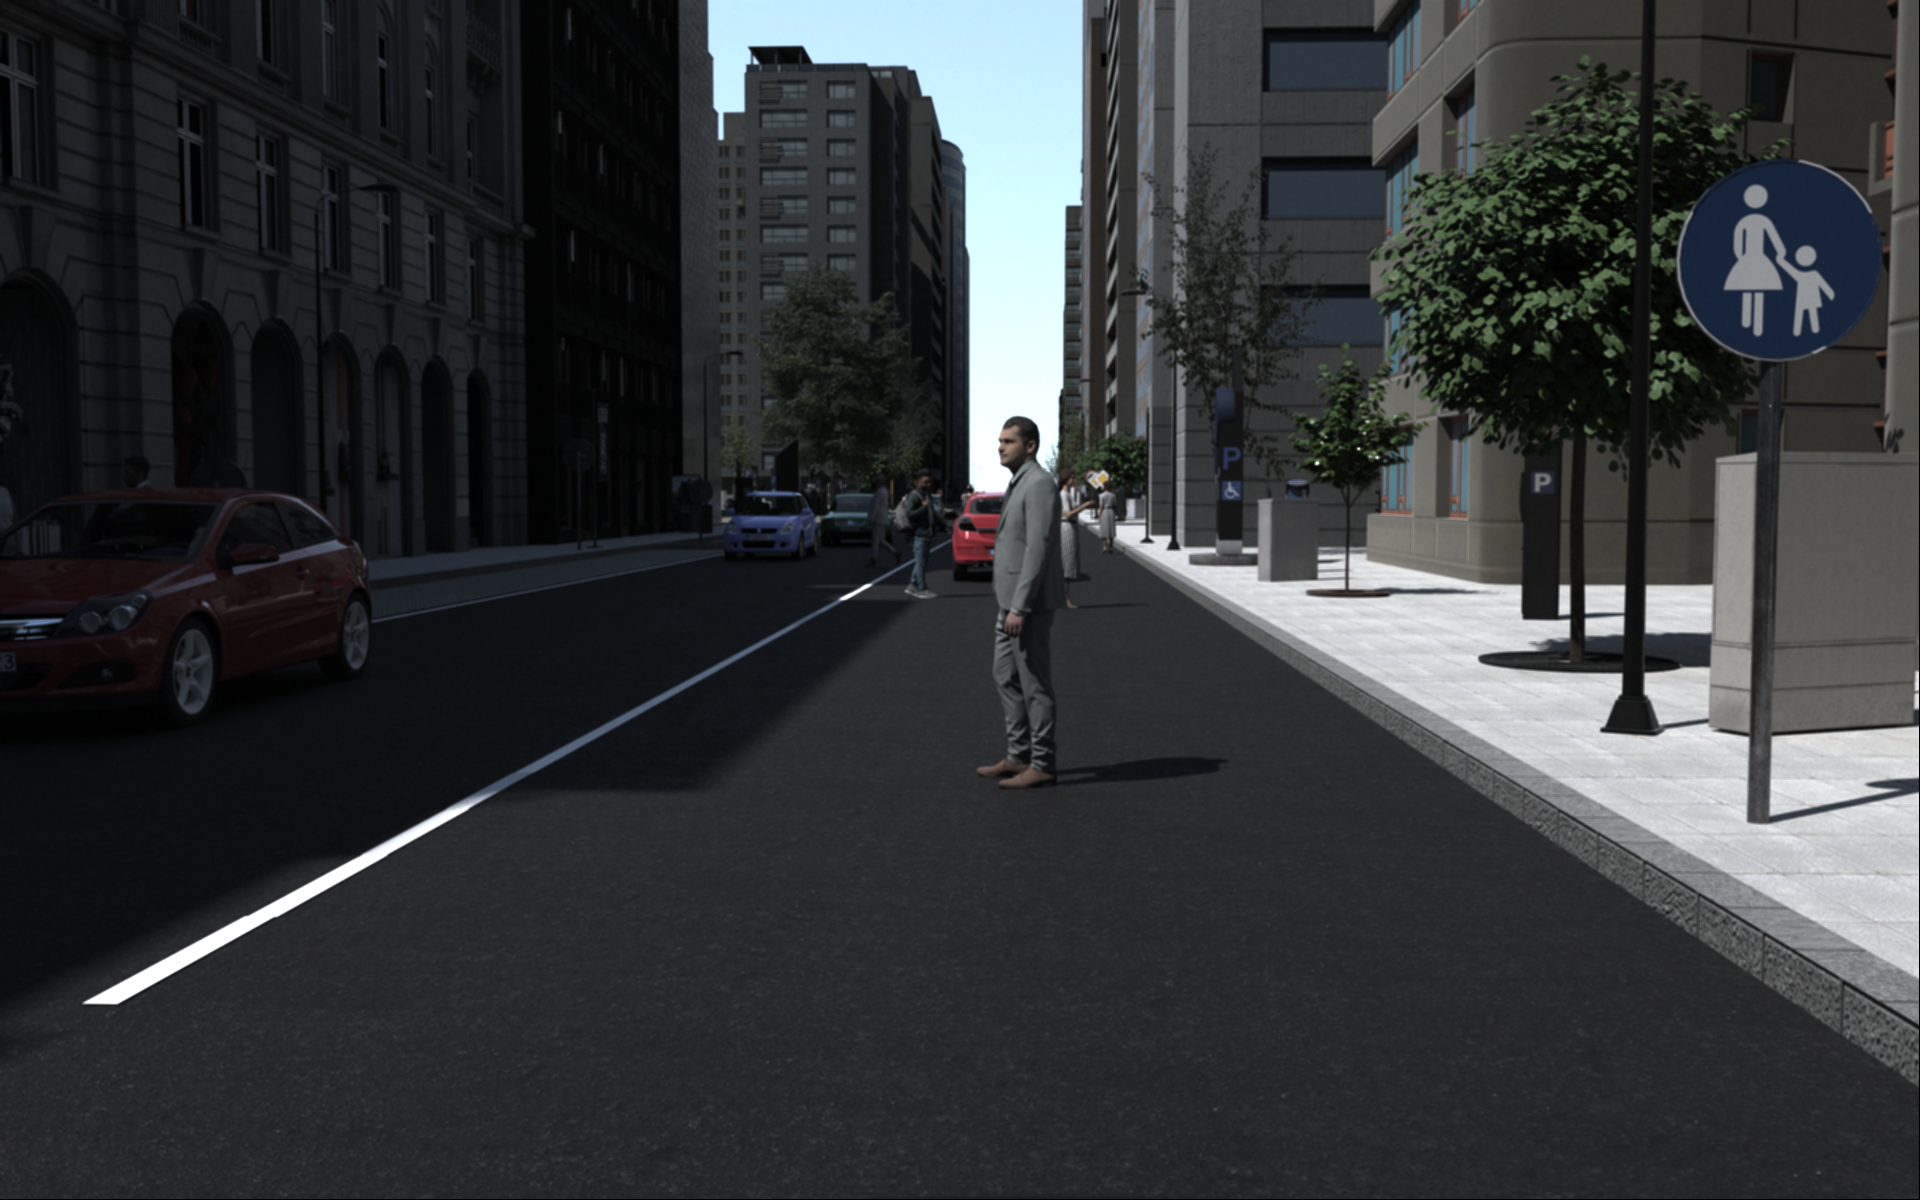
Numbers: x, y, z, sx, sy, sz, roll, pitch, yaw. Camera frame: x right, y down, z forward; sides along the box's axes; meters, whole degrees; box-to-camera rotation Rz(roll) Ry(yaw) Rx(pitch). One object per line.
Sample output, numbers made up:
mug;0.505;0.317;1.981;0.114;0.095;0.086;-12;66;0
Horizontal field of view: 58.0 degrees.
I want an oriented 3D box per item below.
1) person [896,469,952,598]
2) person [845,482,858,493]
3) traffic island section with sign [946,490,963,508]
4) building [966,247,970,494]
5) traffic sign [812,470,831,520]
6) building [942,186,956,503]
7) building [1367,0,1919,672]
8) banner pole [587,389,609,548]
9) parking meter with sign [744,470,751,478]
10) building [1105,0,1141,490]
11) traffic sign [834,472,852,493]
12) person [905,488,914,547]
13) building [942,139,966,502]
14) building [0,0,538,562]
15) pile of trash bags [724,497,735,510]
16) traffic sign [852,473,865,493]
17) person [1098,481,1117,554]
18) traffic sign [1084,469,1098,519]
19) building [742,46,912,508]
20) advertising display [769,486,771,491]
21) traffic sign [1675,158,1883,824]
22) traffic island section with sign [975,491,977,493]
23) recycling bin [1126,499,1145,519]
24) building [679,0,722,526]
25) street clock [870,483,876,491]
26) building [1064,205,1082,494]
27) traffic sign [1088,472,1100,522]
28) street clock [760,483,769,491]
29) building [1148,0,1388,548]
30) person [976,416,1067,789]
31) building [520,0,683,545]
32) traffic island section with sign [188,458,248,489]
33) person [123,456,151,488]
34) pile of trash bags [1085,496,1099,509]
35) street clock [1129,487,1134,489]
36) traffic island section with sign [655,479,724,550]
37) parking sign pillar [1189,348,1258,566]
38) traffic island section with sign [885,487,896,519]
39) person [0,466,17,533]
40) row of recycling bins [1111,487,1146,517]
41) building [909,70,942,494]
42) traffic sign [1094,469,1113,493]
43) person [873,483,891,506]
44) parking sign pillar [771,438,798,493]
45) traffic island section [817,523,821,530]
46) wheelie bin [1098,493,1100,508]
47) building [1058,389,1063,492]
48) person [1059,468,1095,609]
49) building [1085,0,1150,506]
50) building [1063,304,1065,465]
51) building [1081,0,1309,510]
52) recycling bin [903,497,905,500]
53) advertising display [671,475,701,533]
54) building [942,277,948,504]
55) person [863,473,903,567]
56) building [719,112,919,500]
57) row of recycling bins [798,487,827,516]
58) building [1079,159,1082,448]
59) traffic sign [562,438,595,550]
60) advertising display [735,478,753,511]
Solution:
person;-0.521;-0.921;23.910;0.721;1.781;0.623;1;4;15
person;-3.683;-3.127;59.498;0.514;1.842;0.818;-2;4;-23
traffic island section with sign;-1.026;-10.355;177.924;1.989;1.847;2.006;0;4;2
building;-5.455;-39.948;303.266;14.600;45.320;14.200;0;4;2
traffic sign;-5.675;-4.108;70.803;0.795;2.450;0.064;0;4;2
building;-8.580;-36.399;245.240;14.600;45.320;14.200;0;4;2
building;21.022;-10.562;17.724;27.650;21.520;28.899;0;4;2
banner pole;-8.649;-3.154;41.577;0.401;3.779;0.863;1;4;23
parking meter with sign;-16.117;-8.083;128.410;0.543;3.016;1.738;-2;4;-35
building;22.850;-31.514;138.962;21.300;48.544;21.600;0;4;2
traffic sign;-5.326;-4.596;78.780;0.795;2.450;0.064;0;4;2
person;-1.378;-2.244;46.997;0.330;1.601;0.589;0;4;7
building;-10.106;-45.253;281.879;21.231;58.520;28.212;0;4;2
building;-17.142;-11.592;31.327;13.314;21.916;24.055;0;4;2
pile of trash bags;-11.494;-5.266;95.846;3.447;1.369;1.912;0;4;4
traffic sign;-5.997;-6.245;102.207;0.768;2.556;0.104;0;4;5
person;3.536;-2.002;41.796;0.480;1.755;0.524;-1;4;-22
traffic sign;6.698;-5.376;88.003;0.768;2.556;0.104;0;4;4
building;-11.984;-29.193;160.908;14.154;41.232;14.086;0;4;2
advertising display;-15.085;-8.222;139.636;0.123;1.923;0.974;2;4;31
traffic sign;3.119;-0.403;6.689;0.768;2.556;0.104;0;4;3
traffic island section with sign;3.794;-17.100;288.206;1.989;1.847;2.006;0;4;2
recycling bin;9.119;-4.738;90.016;0.722;1.027;0.722;-2;4;-33
building;-18.277;-12.845;64.760;16.860;20.320;10.420;0;4;2
street clock;-5.614;-6.650;113.296;0.471;2.002;0.358;3;5;45
building;21.923;-34.446;246.788;14.154;41.232;14.086;0;4;2
traffic sign;6.156;-4.564;78.260;0.795;2.450;0.064;0;4;2
street clock;-13.070;-6.734;114.663;0.358;2.002;0.471;0;4;7
building;16.477;-31.273;53.315;21.231;58.520;28.212;0;4;2
person;0.330;0.005;8.511;0.391;1.810;0.635;-1;4;-11
building;-15.975;-13.546;51.158;12.332;23.373;15.834;0;4;2
traffic island section with sign;-8.012;-0.582;18.149;1.989;1.847;2.006;0;4;2
person;-7.677;-0.465;16.369;0.850;1.792;0.678;-2;4;-27
pile of trash bags;10.601;-8.498;148.694;1.912;1.369;3.447;-1;4;-21
street clock;12.508;-7.469;126.688;0.471;2.002;0.358;0;4;-2
traffic island section with sign;-6.821;-2.245;45.329;1.989;1.847;2.006;0;4;2
parking sign pillar;4.899;-2.629;31.453;1.447;3.967;1.447;0;4;6
traffic island section with sign;-4.369;-5.672;101.369;1.989;1.847;2.006;0;4;2
person;-7.631;-0.274;13.459;0.515;1.767;0.782;1;4;12
row of recycling bins;11.277;-6.121;107.190;3.534;1.692;1.069;0;4;3
building;-13.327;-35.414;202.718;21.300;48.544;21.600;0;4;2
traffic sign;5.807;-4.076;70.282;0.795;2.450;0.064;0;4;2
person;-2.556;-2.885;55.851;0.592;1.802;0.473;3;5;44
parking sign pillar;-8.414;-5.793;83.195;1.447;3.967;1.447;-3;5;-40
traffic island section;-5.699;-2.972;70.865;2.009;0.180;2.903;0;4;2
wheelie bin;9.844;-6.772;118.634;0.693;1.594;0.980;2;4;30
building;30.956;-27.691;297.788;27.650;21.520;28.899;0;4;2
person;1.441;-0.773;21.710;0.524;1.755;0.480;0;4;6
building;18.776;-31.245;160.967;14.600;45.320;14.200;0;4;2
building;22.585;-30.008;262.323;14.160;30.474;14.107;0;4;2
building;23.316;-39.155;182.175;21.231;58.520;28.212;0;4;2
recycling bin;-4.615;-8.608;153.293;0.722;1.027;0.722;-2;4;-31
advertising display;-9.043;-3.177;57.151;0.974;1.923;0.123;0;4;-4
building;-8.973;-27.550;222.143;14.160;30.474;14.107;0;4;2
person;-1.524;-1.583;34.265;0.818;1.842;0.514;-1;4;-10
building;-19.772;-29.884;180.477;32.217;40.220;23.993;0;4;2
row of recycling bins;-9.158;-5.780;101.615;1.069;1.692;3.534;3;5;42
building;25.978;-36.211;211.655;23.786;49.044;30.456;0;4;2
traffic sign;-8.735;-2.420;39.668;0.768;2.556;0.104;0;4;3
advertising display;-8.589;-3.896;68.905;0.974;1.923;0.123;3;5;42
